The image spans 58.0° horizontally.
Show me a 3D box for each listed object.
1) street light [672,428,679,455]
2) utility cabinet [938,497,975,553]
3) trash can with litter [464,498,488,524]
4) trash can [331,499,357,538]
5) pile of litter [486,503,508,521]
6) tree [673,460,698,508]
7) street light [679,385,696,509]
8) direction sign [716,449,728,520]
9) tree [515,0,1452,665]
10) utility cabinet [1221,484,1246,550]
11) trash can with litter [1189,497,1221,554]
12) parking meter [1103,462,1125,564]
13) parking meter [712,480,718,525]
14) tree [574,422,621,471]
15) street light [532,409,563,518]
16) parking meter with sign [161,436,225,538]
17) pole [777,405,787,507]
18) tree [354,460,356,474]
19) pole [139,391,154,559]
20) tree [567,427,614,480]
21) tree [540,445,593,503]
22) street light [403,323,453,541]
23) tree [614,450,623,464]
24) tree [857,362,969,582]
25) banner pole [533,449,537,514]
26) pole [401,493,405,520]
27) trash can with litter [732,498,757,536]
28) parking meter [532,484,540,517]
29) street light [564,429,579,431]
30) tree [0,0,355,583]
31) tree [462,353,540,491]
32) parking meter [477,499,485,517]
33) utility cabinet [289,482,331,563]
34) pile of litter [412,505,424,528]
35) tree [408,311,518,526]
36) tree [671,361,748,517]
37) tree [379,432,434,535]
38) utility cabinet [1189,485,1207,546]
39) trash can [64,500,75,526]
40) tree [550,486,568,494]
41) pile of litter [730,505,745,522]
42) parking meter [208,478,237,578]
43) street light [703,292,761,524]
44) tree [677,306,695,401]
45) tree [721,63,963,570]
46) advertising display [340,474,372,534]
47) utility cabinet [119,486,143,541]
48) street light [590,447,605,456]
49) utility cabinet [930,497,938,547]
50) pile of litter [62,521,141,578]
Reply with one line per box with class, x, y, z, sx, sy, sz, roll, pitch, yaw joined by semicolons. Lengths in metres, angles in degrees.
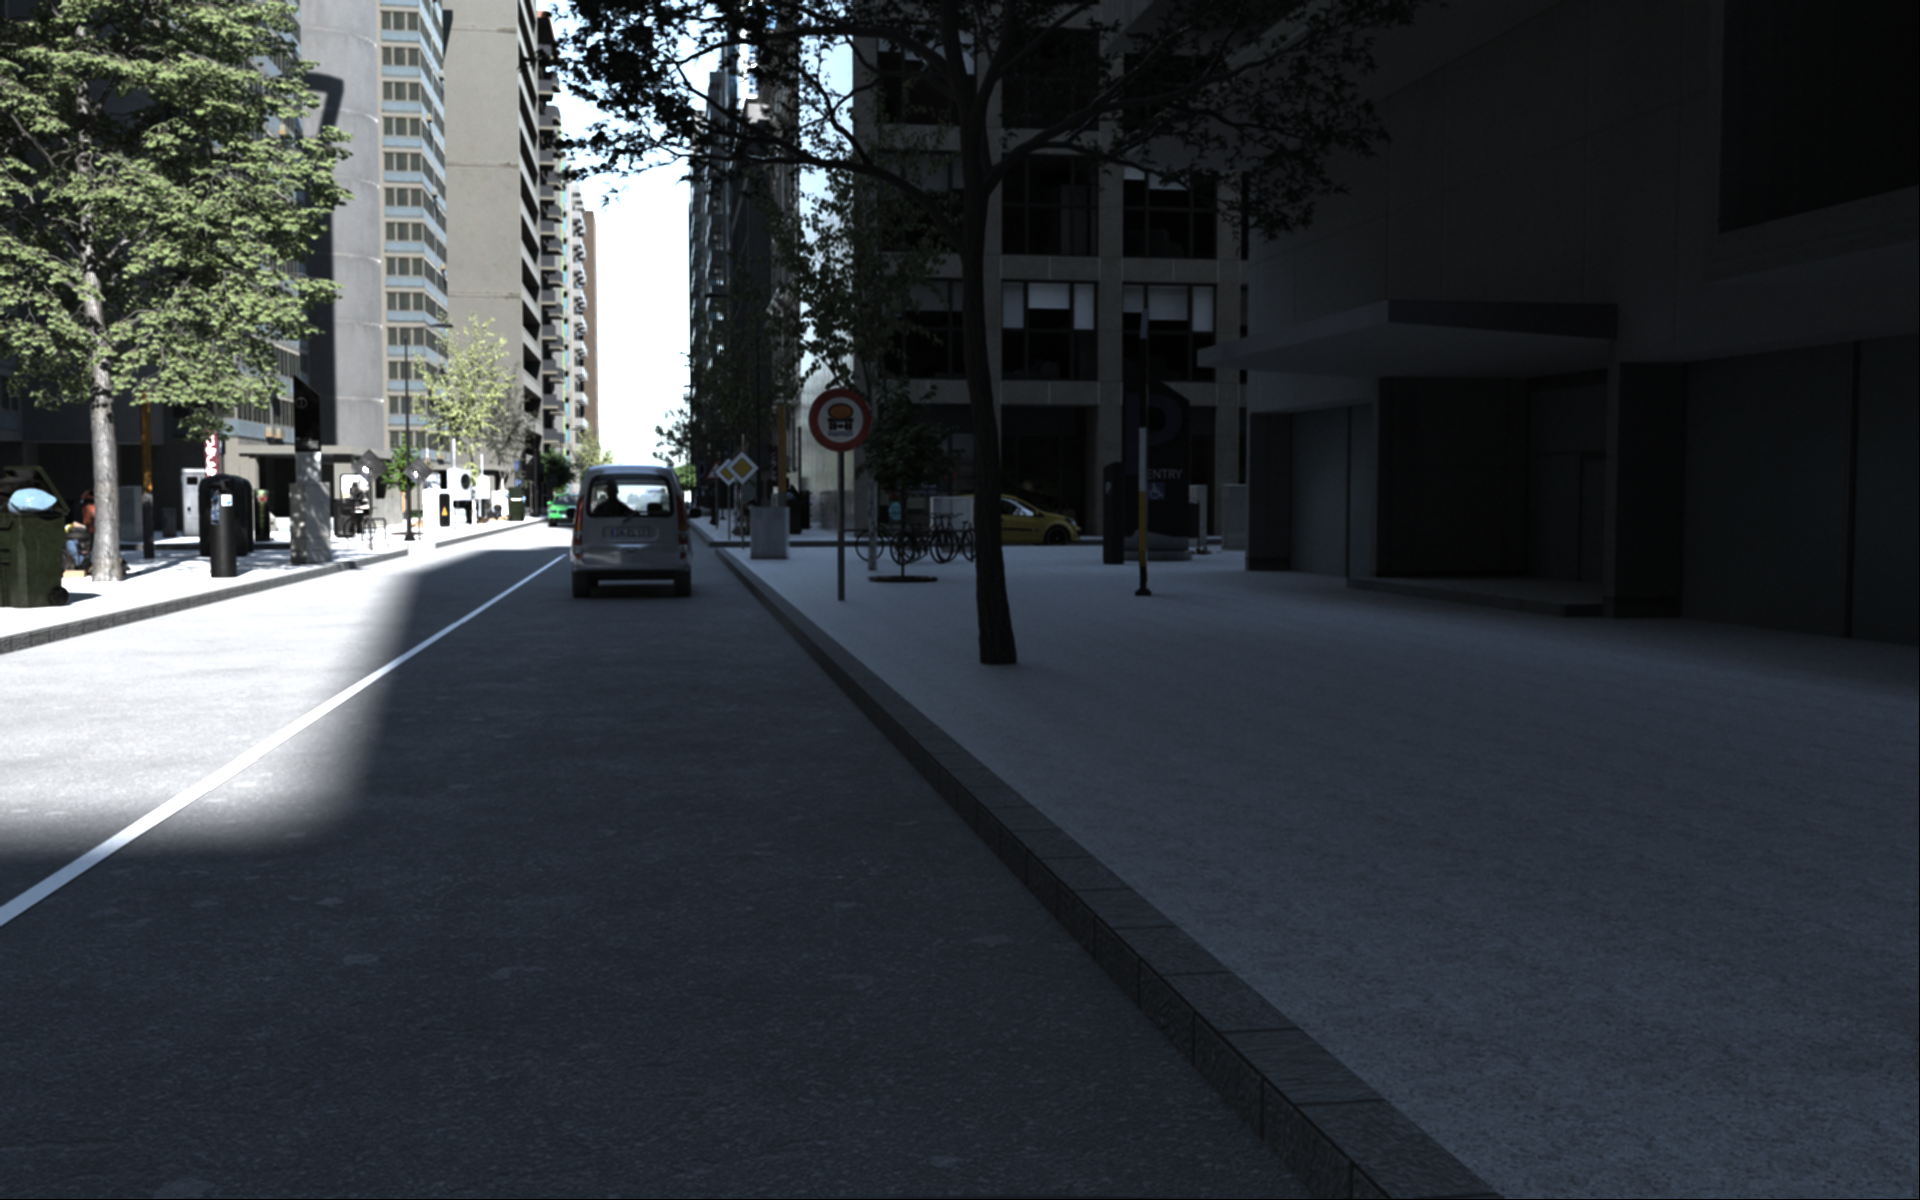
street light;-19.351;-9.111;121.502;1.470;5.913;1.316;-1;4;-10
utility cabinet;0.012;-1.650;38.147;0.306;1.237;1.020;3;4;37
trash can with litter;-21.083;-3.925;75.559;1.055;1.170;0.624;1;4;16
trash can;-18.058;-2.395;50.806;0.748;1.137;0.748;0;3;0
pile of litter;-22.262;-4.287;84.050;1.719;0.858;1.176;-2;4;-29
tree;-27.630;-11.573;172.933;4.285;4.588;4.351;0;3;0
street light;-11.109;-6.197;73.863;1.470;5.913;1.316;-1;4;-10
direction sign;-11.975;-5.826;87.247;0.876;3.537;0.379;3;4;38
tree;-0.049;-4.800;12.897;7.601;10.594;8.767;0;4;6
utility cabinet;6.544;-1.873;39.300;1.173;1.500;0.318;1;4;21
trash can with litter;4.484;-1.597;37.170;2.233;1.210;1.678;1;4;9
parking meter;2.815;-1.592;31.739;0.255;1.863;0.399;-2;4;-27
parking meter;-10.112;-4.023;71.492;0.255;1.863;0.399;0;4;-6
tree;-37.782;-13.979;178.919;4.737;8.622;4.395;0;3;0
street light;-22.693;-7.469;94.657;1.470;5.913;1.316;-1;4;-10
parking meter with sign;-22.825;-3.383;51.567;1.738;3.016;0.543;-2;4;-32
pole;-4.096;-2.816;39.886;0.158;3.312;0.155;0;3;0
tree;-30.010;-5.609;86.315;1.663;3.219;1.824;0;3;0
pole;-16.091;-2.472;34.265;0.158;3.312;0.155;0;3;0
tree;-41.057;-14.683;190.430;4.360;8.622;3.978;0;3;0
tree;-27.425;-8.103;116.198;4.285;4.588;4.351;0;3;0
street light;-14.456;-4.559;47.083;1.470;5.913;1.316;-1;4;-10
tree;-55.638;-19.947;276.494;4.360;8.622;3.978;0;3;0
tree;-0.844;-1.883;25.395;1.663;3.219;1.824;0;3;0
banner pole;-23.581;-6.490;96.124;0.401;3.779;0.863;0;4;0
pole;-27.500;-5.605;85.485;0.158;3.312;0.155;0;3;0
trash can with litter;-6.638;-2.582;53.610;1.055;1.170;0.624;2;4;35
parking meter;-24.085;-5.668;98.382;0.399;1.863;0.255;-1;4;-19
street light;-27.646;-9.182;122.670;1.470;5.913;1.316;-1;4;-10
tree;-12.901;-6.545;25.139;7.486;12.596;7.792;0;3;0
tree;-23.696;-8.525;89.744;4.360;8.622;3.978;0;3;0
parking meter;-25.095;-5.036;90.745;0.372;1.533;0.369;0;3;0
utility cabinet;-12.035;-1.430;32.064;0.318;1.500;1.173;0;4;1
pile of litter;-20.550;-3.202;66.326;1.176;0.858;1.719;0;4;3
tree;-19.579;-7.238;68.710;4.737;8.622;4.395;0;3;0
tree;-13.599;-8.854;95.126;4.360;8.622;3.978;0;3;0
tree;-17.492;-3.649;54.267;1.663;3.219;1.824;0;3;0
utility cabinet;5.585;-2.065;42.436;0.318;1.500;1.173;-2;4;-26
trash can;-23.461;-2.052;45.197;0.748;1.137;0.748;0;3;0
tree;-31.513;-8.621;135.554;1.663;3.219;1.824;0;3;0
pile of litter;-9.890;-4.037;79.975;1.719;0.858;1.176;3;5;44
parking meter;-11.321;-1.112;26.588;0.372;1.533;0.369;0;3;0
street light;-5.215;-4.136;40.161;1.470;5.913;1.316;-1;4;-10
tree;-7.445;-6.660;59.246;4.737;8.622;4.395;0;3;0
tree;-1.685;-4.799;28.828;4.737;8.622;4.395;0;3;0
advertising display;-19.594;-3.120;56.226;0.974;1.923;0.123;-2;4;-31
utility cabinet;-22.505;-2.345;47.021;1.173;1.500;0.318;3;5;44
street light;-35.875;-12.084;170.118;1.470;5.913;1.316;-1;4;-10
utility cabinet;-0.198;-1.883;41.941;1.020;1.237;0.306;-1;4;-20
pile of litter;-13.570;-0.803;27.093;1.176;0.858;1.719;2;4;29
